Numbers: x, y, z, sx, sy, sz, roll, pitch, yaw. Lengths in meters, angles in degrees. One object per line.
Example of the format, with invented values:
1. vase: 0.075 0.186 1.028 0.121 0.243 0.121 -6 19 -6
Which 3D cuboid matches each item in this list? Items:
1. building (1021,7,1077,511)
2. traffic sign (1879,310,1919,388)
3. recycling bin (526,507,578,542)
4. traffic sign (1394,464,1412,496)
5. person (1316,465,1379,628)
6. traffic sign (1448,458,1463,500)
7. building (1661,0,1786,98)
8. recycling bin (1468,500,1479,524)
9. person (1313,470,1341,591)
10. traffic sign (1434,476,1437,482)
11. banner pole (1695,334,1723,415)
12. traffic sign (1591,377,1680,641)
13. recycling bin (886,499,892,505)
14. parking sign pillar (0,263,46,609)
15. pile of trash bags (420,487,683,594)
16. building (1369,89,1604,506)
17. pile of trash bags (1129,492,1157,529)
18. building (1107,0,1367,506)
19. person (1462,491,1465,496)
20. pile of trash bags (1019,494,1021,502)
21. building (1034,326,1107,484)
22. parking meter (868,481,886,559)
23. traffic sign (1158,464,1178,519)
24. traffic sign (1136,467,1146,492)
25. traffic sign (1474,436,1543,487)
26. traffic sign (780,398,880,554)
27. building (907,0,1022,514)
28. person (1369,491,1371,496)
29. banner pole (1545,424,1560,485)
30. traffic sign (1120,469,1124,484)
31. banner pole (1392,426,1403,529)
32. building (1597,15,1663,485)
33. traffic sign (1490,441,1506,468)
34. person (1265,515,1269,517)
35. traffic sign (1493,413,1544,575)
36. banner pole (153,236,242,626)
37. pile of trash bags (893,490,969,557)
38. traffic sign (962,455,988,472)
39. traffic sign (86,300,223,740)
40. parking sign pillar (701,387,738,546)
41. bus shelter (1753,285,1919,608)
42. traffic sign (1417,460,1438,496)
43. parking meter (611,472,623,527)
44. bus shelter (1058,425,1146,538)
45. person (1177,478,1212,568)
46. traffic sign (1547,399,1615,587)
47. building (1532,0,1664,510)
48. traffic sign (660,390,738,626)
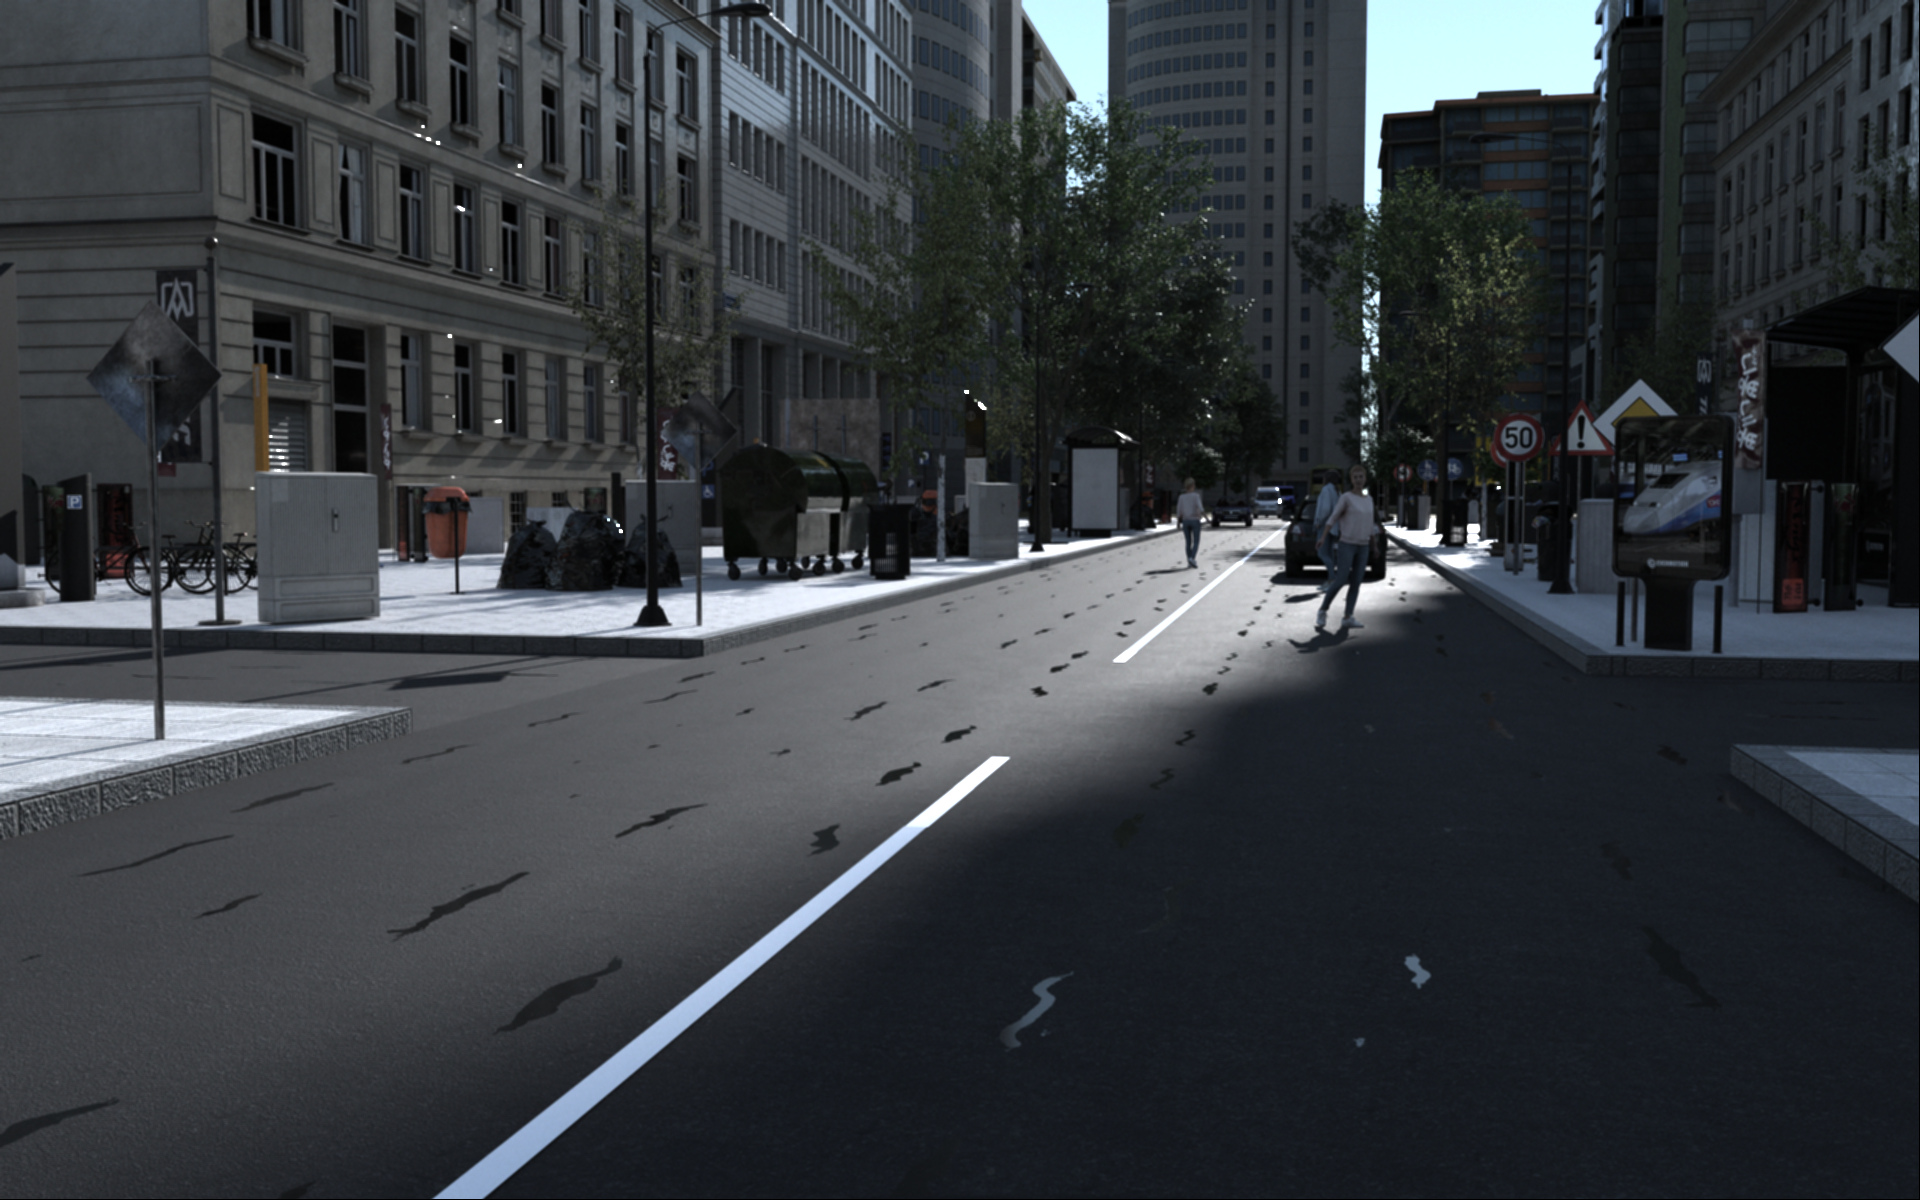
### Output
1. building: -3.795 -27.425 140.275 23.993 40.220 32.217 1 4 12
2. traffic sign: 4.225 -0.218 7.213 0.795 2.450 0.064 1 4 12
3. recycling bin: -7.807 -1.263 33.197 0.722 1.027 0.722 3 4 36
4. traffic sign: 18.557 -4.433 72.591 0.768 2.556 0.104 1 4 16
5. person: 4.092 -0.581 18.672 0.731 1.740 0.598 -3 4 -38
6. traffic sign: 17.392 -3.744 61.312 0.768 2.556 0.104 1 4 13
7. building: 45.082 -25.049 93.149 14.154 41.232 14.086 1 4 12
8. recycling bin: 22.027 -3.802 74.714 0.722 1.027 0.722 1 4 18
9. person: 5.491 -1.039 25.749 0.793 1.790 0.793 0 4 -5
10. traffic sign: 23.766 -5.227 85.563 0.768 2.556 0.104 1 4 16
11. banner pole: 11.666 -2.263 27.018 0.863 3.779 0.401 -3 4 -36
12. traffic sign: 5.870 -0.696 15.028 0.795 2.450 0.064 1 4 12
13. recycling bin: -3.644 -4.213 81.444 0.722 1.027 0.722 2 4 25
14. parking sign pillar: -11.256 -1.907 19.654 1.447 3.967 1.447 0 4 5
15. pile of trash bags: -5.575 -0.829 23.311 3.447 1.369 1.912 -3 5 -43
16. building: 59.156 -32.805 190.979 28.867 44.769 22.147 1 4 12
17. pile of trash bags: 6.491 -3.357 64.647 1.912 1.369 3.447 2 4 26
18. building: 31.144 -40.002 196.027 28.212 58.520 21.231 1 4 12
19. person: 48.523 -9.613 166.616 0.436 1.711 0.756 1 4 18
20. pile of trash bags: 1.351 -4.563 84.356 3.447 1.369 1.912 -1 4 -23
21. building: 3.381 -22.058 205.681 28.899 21.520 27.650 1 4 12
22. parking meter: -1.655 -1.601 34.583 0.372 1.533 0.369 0 3 0
23. traffic sign: 8.965 -4.573 74.774 0.884 2.594 0.081 1 4 17
24. traffic sign: 8.721 -5.012 81.949 0.884 2.594 0.081 1 4 21
25. traffic sign: 19.011 -4.049 60.071 2.265 3.308 0.079 1 4 18
26. traffic sign: -2.802 -2.642 37.069 2.265 3.308 0.079 1 4 16
27. building: -8.852 -34.636 108.304 21.231 58.520 28.212 1 4 12
28. person: 39.210 -9.573 165.950 0.436 1.711 0.756 3 5 43
29. banner pole: 21.091 -4.382 61.661 0.863 3.779 0.401 -1 4 -14
30. traffic sign: 7.985 -5.304 86.833 0.768 2.556 0.104 1 4 16
31. banner pole: 16.083 -4.503 63.642 0.401 3.779 0.863 1 4 20
32. building: 47.026 -20.535 107.447 14.160 30.474 14.107 1 4 12
33. traffic sign: 11.003 -2.115 34.684 0.768 2.556 0.104 1 4 17
34. person: 18.954 -5.859 107.534 0.697 1.427 0.421 0 4 7
35. traffic sign: 8.803 -1.666 27.353 0.768 2.556 0.104 1 4 13
36. banner pole: -7.509 -1.650 16.999 0.863 3.779 0.401 1 4 14
37. pile of trash bags: -0.434 -1.661 36.908 1.912 1.369 3.447 -1 4 -10
38. traffic sign: 0.421 -3.070 50.296 0.768 2.556 0.104 1 4 18
39. traffic sign: -4.181 -0.327 8.996 0.795 2.450 0.064 1 4 12
40. parking sign pillar: -6.007 -3.350 43.250 1.447 3.967 1.447 1 4 18
41. bus shelter: 11.673 -1.904 22.407 1.731 3.624 6.357 1 4 12
42. traffic sign: 17.270 -3.905 63.953 0.768 2.556 0.104 1 4 17
43. parking meter: -9.306 -2.530 47.079 0.255 1.863 0.399 0 4 1
44. bus shelter: 4.435 -3.641 53.451 2.014 3.302 5.546 1 4 12
45. person: 4.527 -1.492 33.568 0.731 1.740 0.598 1 4 18
46. traffic sign: 8.550 -1.462 23.900 0.884 2.594 0.081 1 4 15
47. building: 55.671 -49.815 127.141 22.319 86.520 31.000 1 4 12
48. traffic sign: -2.537 -0.805 16.811 0.795 2.450 0.064 1 4 12
